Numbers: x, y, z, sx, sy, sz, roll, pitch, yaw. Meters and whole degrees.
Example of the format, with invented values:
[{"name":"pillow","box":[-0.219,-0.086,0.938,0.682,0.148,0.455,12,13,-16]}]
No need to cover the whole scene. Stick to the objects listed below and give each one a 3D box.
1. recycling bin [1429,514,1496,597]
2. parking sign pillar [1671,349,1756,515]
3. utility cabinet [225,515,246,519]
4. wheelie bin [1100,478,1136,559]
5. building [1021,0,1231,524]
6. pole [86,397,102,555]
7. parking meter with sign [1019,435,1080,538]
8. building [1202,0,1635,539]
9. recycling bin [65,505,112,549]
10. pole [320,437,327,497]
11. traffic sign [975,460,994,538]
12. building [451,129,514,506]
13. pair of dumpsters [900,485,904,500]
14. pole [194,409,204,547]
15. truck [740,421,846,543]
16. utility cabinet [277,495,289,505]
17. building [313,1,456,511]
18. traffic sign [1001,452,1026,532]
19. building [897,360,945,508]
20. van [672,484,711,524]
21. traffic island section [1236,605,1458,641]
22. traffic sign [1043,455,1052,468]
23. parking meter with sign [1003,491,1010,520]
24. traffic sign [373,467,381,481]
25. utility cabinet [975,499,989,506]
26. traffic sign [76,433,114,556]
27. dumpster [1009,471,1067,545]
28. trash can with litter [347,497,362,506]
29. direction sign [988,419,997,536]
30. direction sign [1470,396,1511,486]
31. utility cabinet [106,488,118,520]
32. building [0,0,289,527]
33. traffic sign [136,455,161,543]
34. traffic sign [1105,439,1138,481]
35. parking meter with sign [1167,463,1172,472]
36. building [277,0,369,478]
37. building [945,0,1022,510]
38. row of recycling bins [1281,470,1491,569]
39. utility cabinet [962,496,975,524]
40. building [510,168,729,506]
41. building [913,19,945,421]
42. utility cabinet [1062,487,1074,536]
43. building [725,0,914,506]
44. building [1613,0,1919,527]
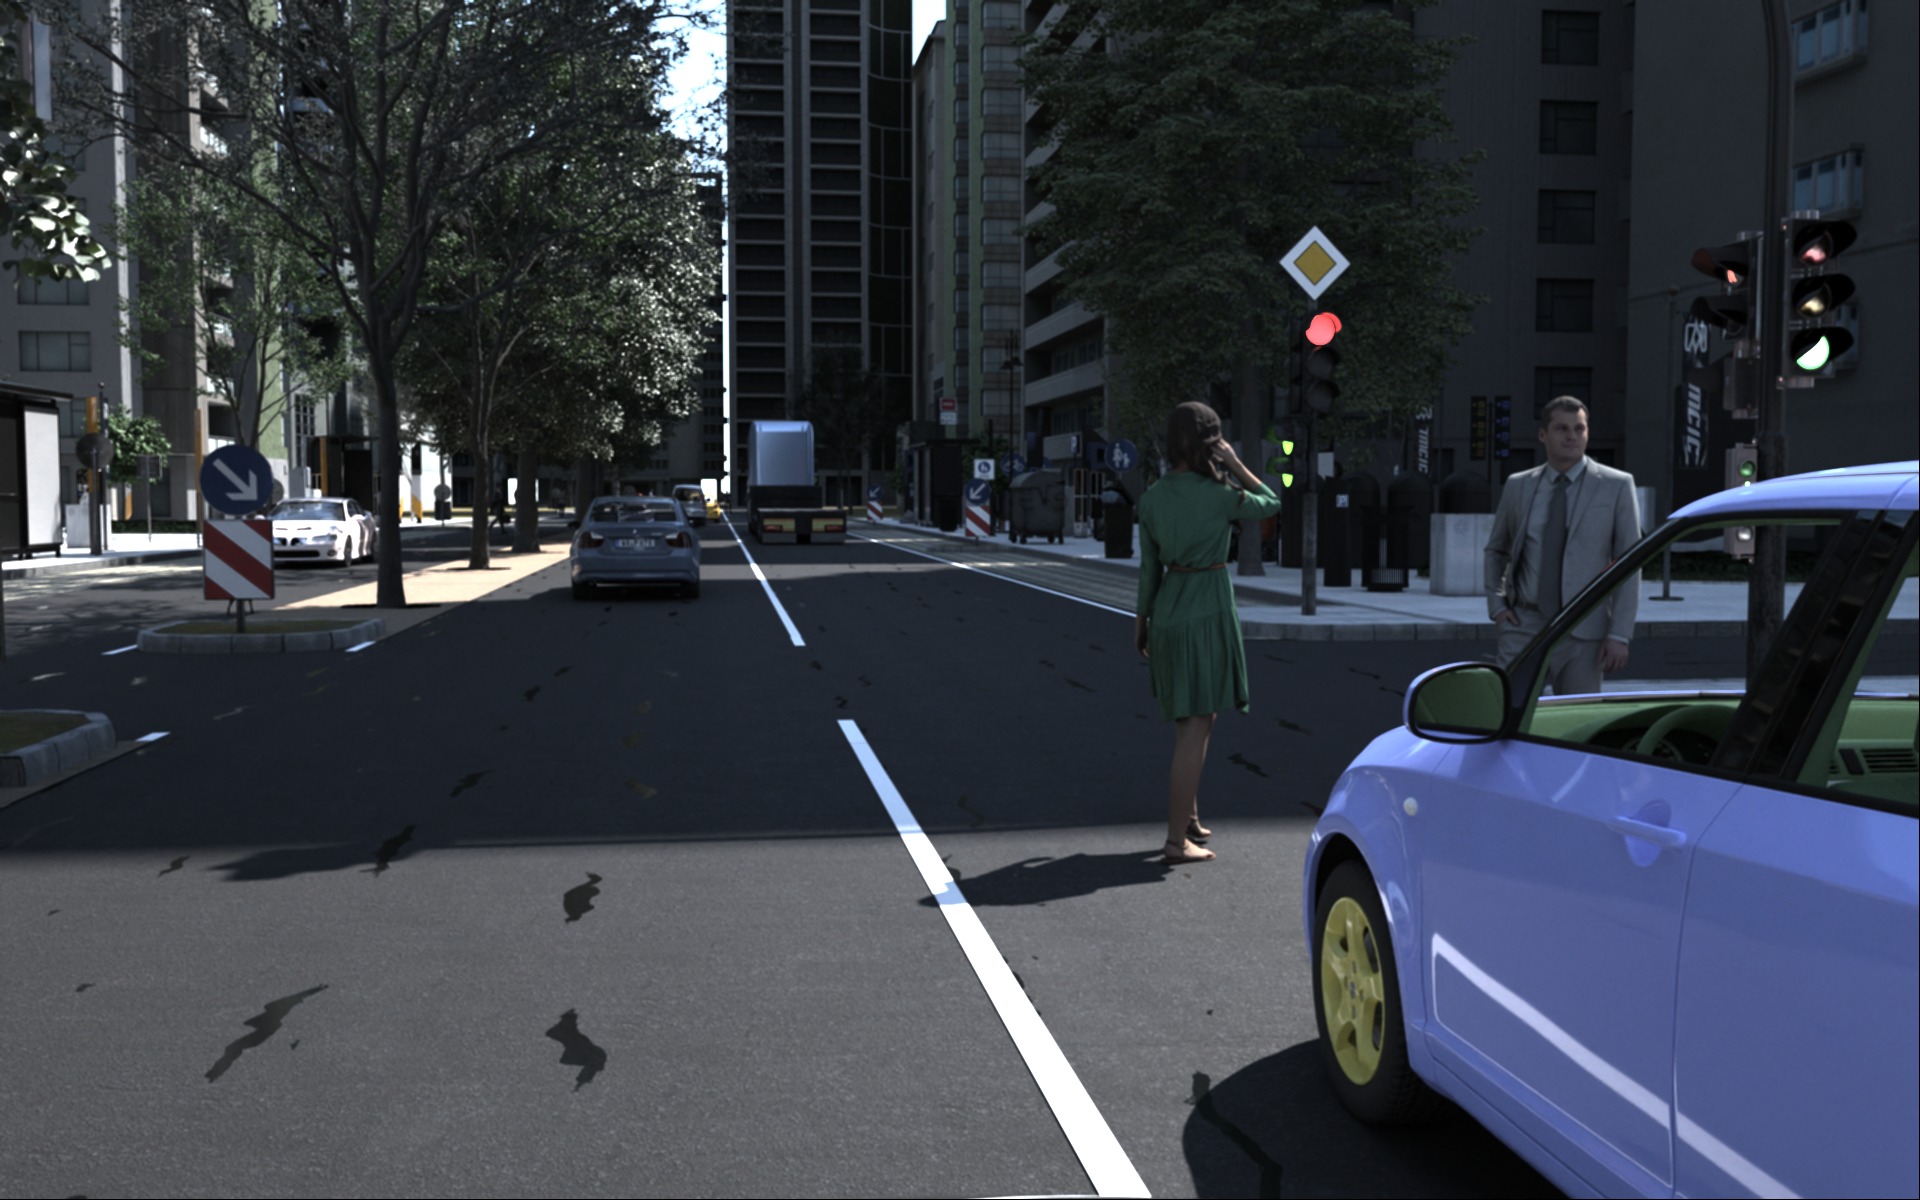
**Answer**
[{"name":"recycling bin","box":[6.410,-0.575,21.951,0.722,1.027,0.722,0,4,-2]},{"name":"parking sign pillar","box":[12.832,-2.514,29.578,1.447,3.967,1.447,1,4,11]},{"name":"utility cabinet","box":[-26.404,-3.191,63.330,1.020,1.237,0.306,1,4,21]},{"name":"wheelie bin","box":[3.164,-1.635,34.646,0.693,1.594,0.980,1,4,9]},{"name":"building","box":[15.357,-28.170,84.281,21.300,48.544,21.600,-1,4,-8]},{"name":"pole","box":[-18.291,-2.613,36.567,0.158,3.312,0.155,0,3,0]},{"name":"parking meter with sign","box":[2.611,-3.347,50.988,1.738,3.016,0.543,-1,4,-16]},{"name":"building","box":[15.033,-17.380,55.865,14.160,30.474,14.107,-1,4,-8]},{"name":"recycling bin","box":[-20.710,-1.750,41.164,0.722,1.027,0.722,0,4,7]},{"name":"pole","box":[-22.845,-4.182,62.220,0.158,3.312,0.155,0,3,0]},{"name":"traffic sign","box":[0.706,-2.970,50.690,0.606,2.300,0.079,0,4,-5]},{"name":"building","box":[-60.218,-34.455,187.037,21.600,48.544,21.300,-1,4,-8]},{"name":"pair of dumpsters","box":[-1.836,-4.896,82.535,1.574,2.255,4.437,0,4,-8]},{"name":"pole","box":[-18.305,-2.926,41.676,0.158,3.312,0.155,0,3,0]},{"name":"truck","box":[-5.749,-4.183,58.154,2.967,4.110,18.799,0,4,-8]},{"name":"utility cabinet","box":[-30.043,-4.011,76.739,0.306,1.237,1.020,1,4,17]},{"name":"building","box":[-55.562,-33.635,139.166,27.495,52.752,28.713,-1,4,-8]},{"name":"traffic sign","box":[1.623,-3.237,53.024,0.768,2.556,0.104,0,4,-4]},{"name":"building","box":[7.305,-50.974,146.100,22.319,86.520,31.000,-1,4,-8]},{"name":"van","box":[-12.515,-4.456,79.871,2.013,2.044,4.112,0,4,-8]},{"name":"traffic island section","box":[3.718,0.240,18.362,2.009,0.180,2.903,-1,4,-8]},{"name":"traffic sign","box":[2.601,-3.431,56.207,0.768,2.556,0.104,0,4,-7]},{"name":"parking meter with sign","box":[2.223,-5.395,84.469,1.738,3.016,0.543,0,4,0]},{"name":"traffic sign","box":[-23.275,-4.281,69.993,0.884,2.594,0.081,0,4,-1]},{"name":"utility cabinet","box":[0.987,-3.827,71.258,0.318,1.500,1.173,2,4,25]},{"name":"traffic sign","box":[-17.916,-2.189,35.890,0.768,2.556,0.104,0,4,-4]},{"name":"dumpster","box":[2.013,-2.378,44.638,1.264,1.857,1.865,0,4,-8]},{"name":"trash can with litter","box":[-22.598,-3.286,65.115,1.055,1.170,0.624,-3,5,-43]},{"name":"direction sign","box":[0.931,-3.712,52.682,0.379,3.537,0.876,0,4,8]},{"name":"direction sign","box":[12.257,-2.942,40.096,0.876,3.537,0.379,1,4,16]},{"name":"utility cabinet","box":[-31.304,-3.327,63.069,1.173,1.500,0.318,1,4,11]},{"name":"building","box":[-37.171,-23.729,71.561,14.154,41.232,14.086,-1,4,-8]},{"name":"traffic sign","box":[-21.084,-2.624,45.030,0.606,2.300,0.079,0,4,-8]},{"name":"traffic sign","box":[3.728,-2.451,40.183,0.768,2.556,0.104,0,4,-5]},{"name":"parking meter with sign","box":[5.355,-2.851,42.879,0.543,3.016,1.738,0,4,-5]},{"name":"building","box":[-47.705,-48.194,100.642,22.319,86.520,31.000,-1,4,-8]},{"name":"building","box":[5.707,-26.932,123.938,14.154,41.232,14.086,-1,4,-8]},{"name":"row of recycling bins","box":[7.355,-1.398,29.965,3.534,1.692,1.069,1,4,8]},{"name":"utility cabinet","box":[0.489,-3.846,74.051,0.306,1.237,1.020,3,5,44]},{"name":"building","box":[-38.551,-30.882,196.798,23.993,40.220,32.217,-1,4,-8]},{"name":"building","box":[8.221,-37.400,200.723,27.495,52.752,28.713,-1,4,-8]},{"name":"utility cabinet","box":[2.981,-2.683,52.547,0.318,1.500,1.173,-3,4,-38]},{"name":"building","box":[-15.563,-46.140,192.642,20.611,71.187,20.563,-1,4,-8]},{"name":"building","box":[27.625,-25.408,39.123,21.600,48.544,21.300,-1,4,-8]}]
